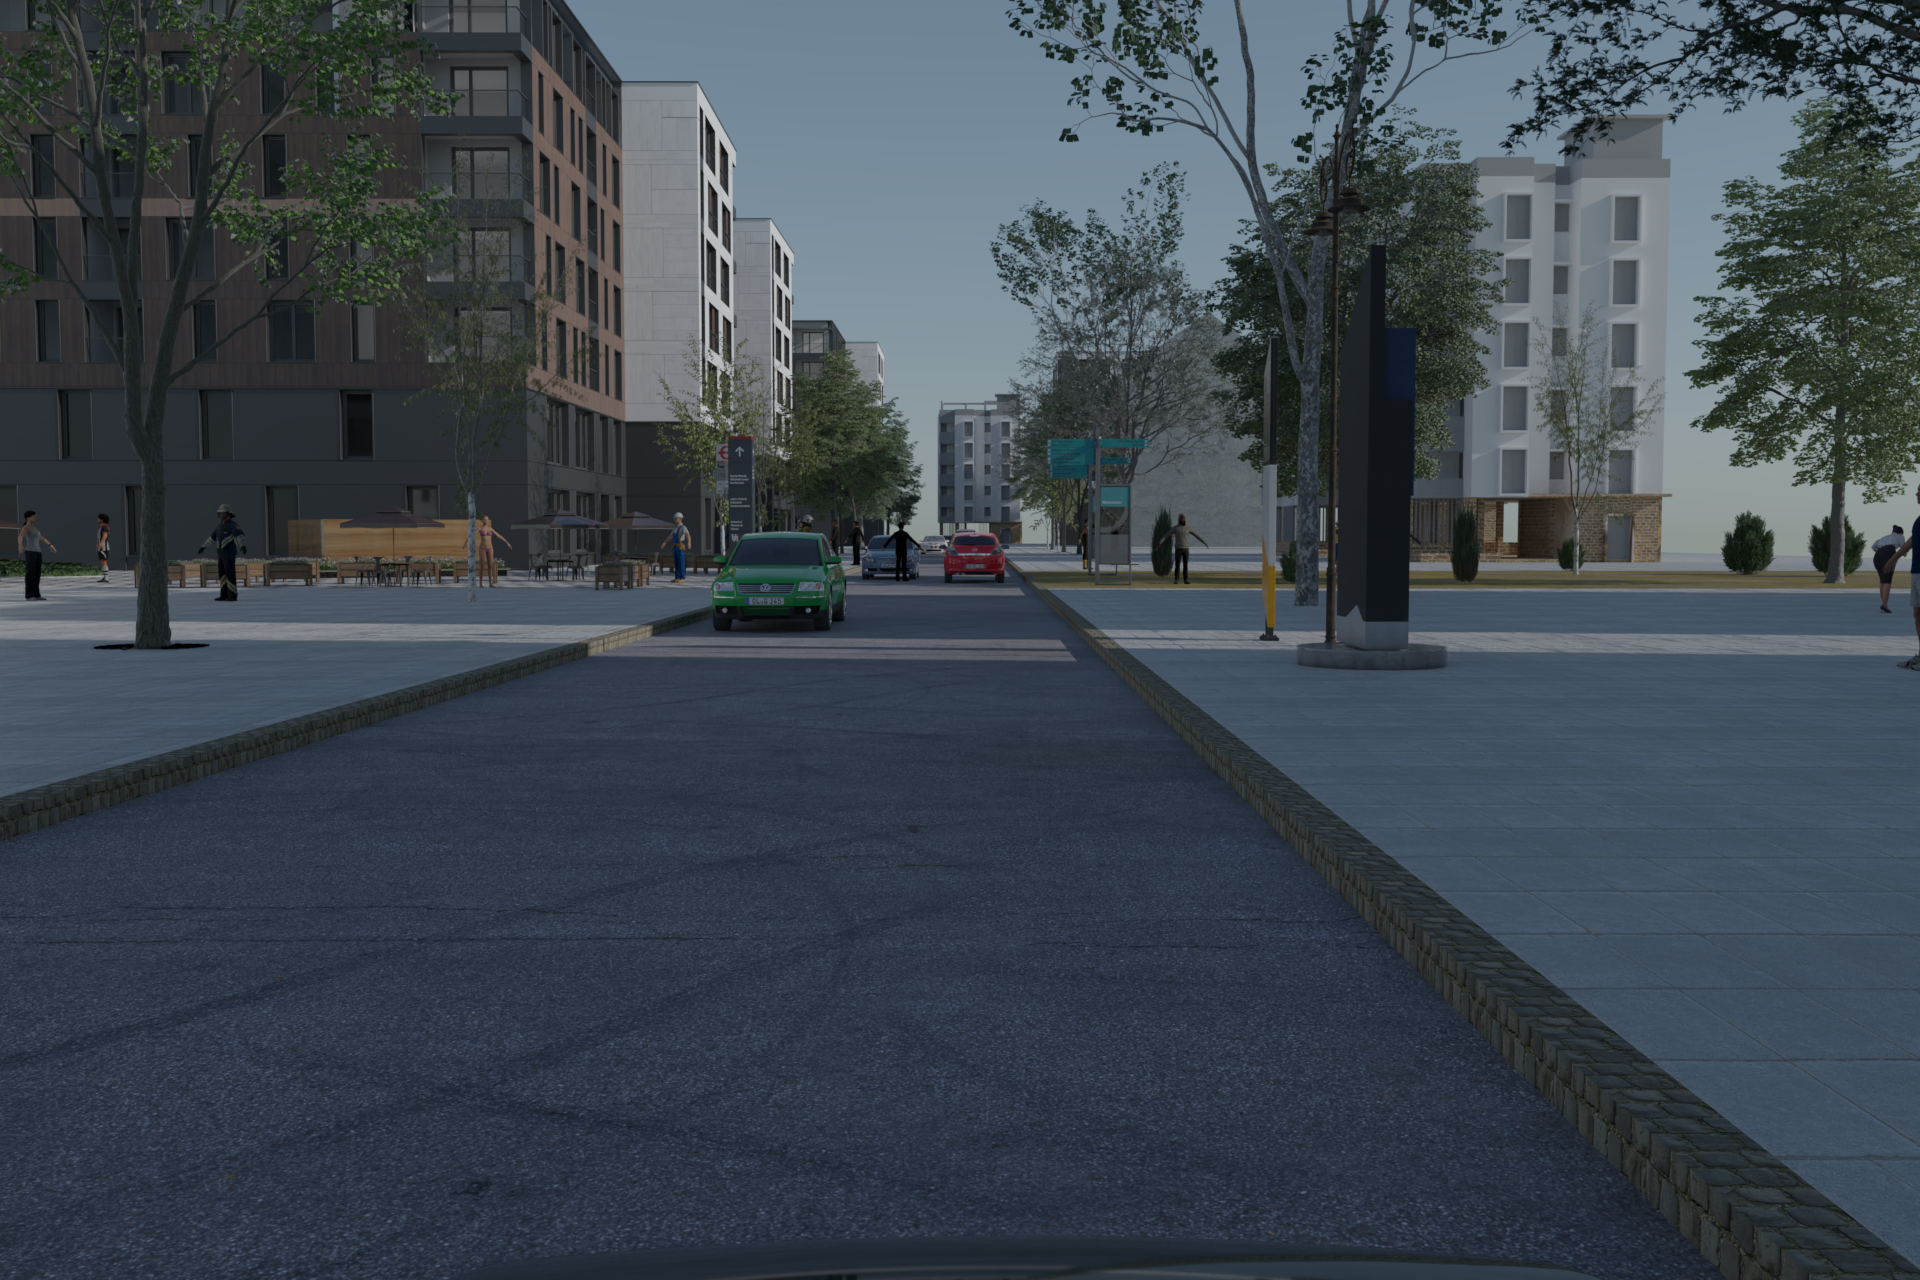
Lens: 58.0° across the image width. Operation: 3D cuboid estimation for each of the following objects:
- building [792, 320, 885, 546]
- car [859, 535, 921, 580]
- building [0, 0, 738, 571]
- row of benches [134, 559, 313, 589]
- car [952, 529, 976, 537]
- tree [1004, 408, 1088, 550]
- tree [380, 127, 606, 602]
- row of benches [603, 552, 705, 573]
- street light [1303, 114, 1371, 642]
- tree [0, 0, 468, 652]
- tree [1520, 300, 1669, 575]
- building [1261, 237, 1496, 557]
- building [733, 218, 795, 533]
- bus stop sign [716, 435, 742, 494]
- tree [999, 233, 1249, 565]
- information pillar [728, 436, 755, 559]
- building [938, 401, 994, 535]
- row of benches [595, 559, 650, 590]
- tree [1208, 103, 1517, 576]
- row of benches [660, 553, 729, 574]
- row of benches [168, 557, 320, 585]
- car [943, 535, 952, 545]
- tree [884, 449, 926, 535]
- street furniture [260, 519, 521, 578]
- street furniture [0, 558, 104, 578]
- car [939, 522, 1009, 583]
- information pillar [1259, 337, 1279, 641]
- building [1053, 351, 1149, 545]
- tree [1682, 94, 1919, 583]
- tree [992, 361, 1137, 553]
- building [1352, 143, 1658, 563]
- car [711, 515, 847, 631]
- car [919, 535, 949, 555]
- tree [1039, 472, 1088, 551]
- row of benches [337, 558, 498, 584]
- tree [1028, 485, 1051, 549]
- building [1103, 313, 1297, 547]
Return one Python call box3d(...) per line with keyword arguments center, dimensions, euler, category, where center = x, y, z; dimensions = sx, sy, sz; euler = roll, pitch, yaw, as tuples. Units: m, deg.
box3d(center=(-22.640, -20.665, 181.853), dimensions=(27.936, 21.610, 32.646), euler=(0, 4, 0), category="building")
box3d(center=(-2.220, -2.699, 56.127), dimensions=(2.014, 1.417, 4.499), euler=(0, 4, 0), category="car")
box3d(center=(-25.723, -14.210, 76.301), dimensions=(27.936, 21.610, 32.646), euler=(0, 4, 0), category="building")
box3d(center=(-17.707, -1.619, 41.937), dimensions=(4.104, 0.672, 1.422), euler=(-2, 4, -30), category="row of benches")
box3d(center=(0.482, -7.684, 134.299), dimensions=(2.281, 1.827, 5.304), euler=(0, 4, 1), category="car")
box3d(center=(7.427, -13.611, 140.659), dimensions=(7.486, 12.596, 7.792), euler=(0, 3, 0), category="tree")
box3d(center=(-9.363, -5.006, 32.213), dimensions=(4.360, 8.622, 3.978), euler=(0, 3, 0), category="tree")
box3d(center=(-10.454, -2.649, 58.769), dimensions=(4.104, 0.672, 1.422), euler=(2, 4, 29), category="row of benches")
box3d(center=(4.248, -2.868, 19.684), dimensions=(0.468, 5.910, 1.993), euler=(0, 4, 1), category="street light")
box3d(center=(-8.962, -5.700, 18.955), dimensions=(9.928, 11.665, 9.643), euler=(0, 3, 0), category="tree")
box3d(center=(19.389, -6.382, 54.701), dimensions=(4.360, 8.622, 3.978), euler=(0, 3, 0), category="tree")
box3d(center=(24.313, -15.459, 109.182), dimensions=(16.016, 20.090, 11.380), euler=(0, 4, 0), category="building")
box3d(center=(-26.165, -16.287, 110.261), dimensions=(27.936, 21.610, 32.646), euler=(0, 4, 1), category="building")
box3d(center=(-6.145, -3.553, 46.800), dimensions=(0.855, 3.939, 0.416), euler=(0, 4, 3), category="bus stop sign")
box3d(center=(6.837, -9.839, 71.244), dimensions=(12.009, 13.543, 11.850), euler=(0, 3, 0), category="tree")
box3d(center=(-5.813, -3.473, 46.166), dimensions=(0.750, 3.857, 0.750), euler=(0, 4, 0), category="information pillar")
box3d(center=(-2.594, -23.092, 236.422), dimensions=(11.380, 20.090, 16.016), euler=(-1, 4, -8), category="building")
box3d(center=(-8.057, -1.585, 41.378), dimensions=(1.422, 0.672, 4.104), euler=(0, 4, -1), category="row of benches")
box3d(center=(11.837, -8.949, 52.979), dimensions=(9.857, 13.997, 8.962), euler=(0, 3, 0), category="tree")
box3d(center=(-8.049, -2.475, 55.925), dimensions=(4.104, 0.672, 1.422), euler=(2, 4, 32), category="row of benches")
box3d(center=(-18.625, -1.829, 45.360), dimensions=(1.422, 0.672, 4.104), euler=(3, 4, 36), category="row of benches")
box3d(center=(-0.999, -8.002, 143.416), dimensions=(1.945, 1.354, 3.894), euler=(0, 4, 1), category="car")
box3d(center=(-9.568, -19.937, 232.629), dimensions=(9.857, 13.997, 8.962), euler=(0, 3, 0), category="tree")
box3d(center=(-18.771, -2.836, 53.216), dimensions=(9.812, 1.723, 11.010), euler=(-2, 4, -33), category="street furniture")
box3d(center=(-30.549, -2.332, 53.759), dimensions=(5.734, 0.657, 10.072), euler=(-3, 4, -37), category="street furniture")
box3d(center=(0.425, -2.632, 52.078), dimensions=(2.155, 1.783, 4.494), euler=(0, 3, 0), category="car")
box3d(center=(3.737, -1.807, 20.893), dimensions=(0.183, 3.616, 0.504), euler=(0, 4, 1), category="information pillar")
box3d(center=(25.039, -22.380, 209.883), dimensions=(27.936, 21.610, 32.646), euler=(0, 4, 1), category="building")
box3d(center=(23.050, -7.781, 45.346), dimensions=(7.486, 12.596, 7.792), euler=(0, 3, 0), category="tree")
box3d(center=(7.367, -12.863, 120.677), dimensions=(12.009, 13.543, 11.850), euler=(0, 3, 0), category="tree")
box3d(center=(25.802, -14.314, 90.452), dimensions=(16.016, 20.090, 11.380), euler=(0, 4, 1), category="building")
box3d(center=(-2.781, -1.120, 27.107), dimensions=(1.959, 1.807, 4.718), euler=(0, 4, 0), category="car")
box3d(center=(-1.813, -6.709, 122.053), dimensions=(2.083, 1.381, 4.827), euler=(0, 4, 0), category="car")
box3d(center=(7.635, -11.129, 132.318), dimensions=(4.737, 8.622, 4.395), euler=(0, 3, 0), category="tree")
box3d(center=(-13.980, -1.807, 45.001), dimensions=(4.104, 0.672, 1.422), euler=(-1, 4, -10), category="row of benches")
box3d(center=(7.461, -12.057, 147.499), dimensions=(4.737, 8.622, 4.395), euler=(0, 3, 0), category="tree")
box3d(center=(24.579, -21.409, 180.959), dimensions=(19.493, 23.208, 18.063), euler=(0, 4, 0), category="building")
